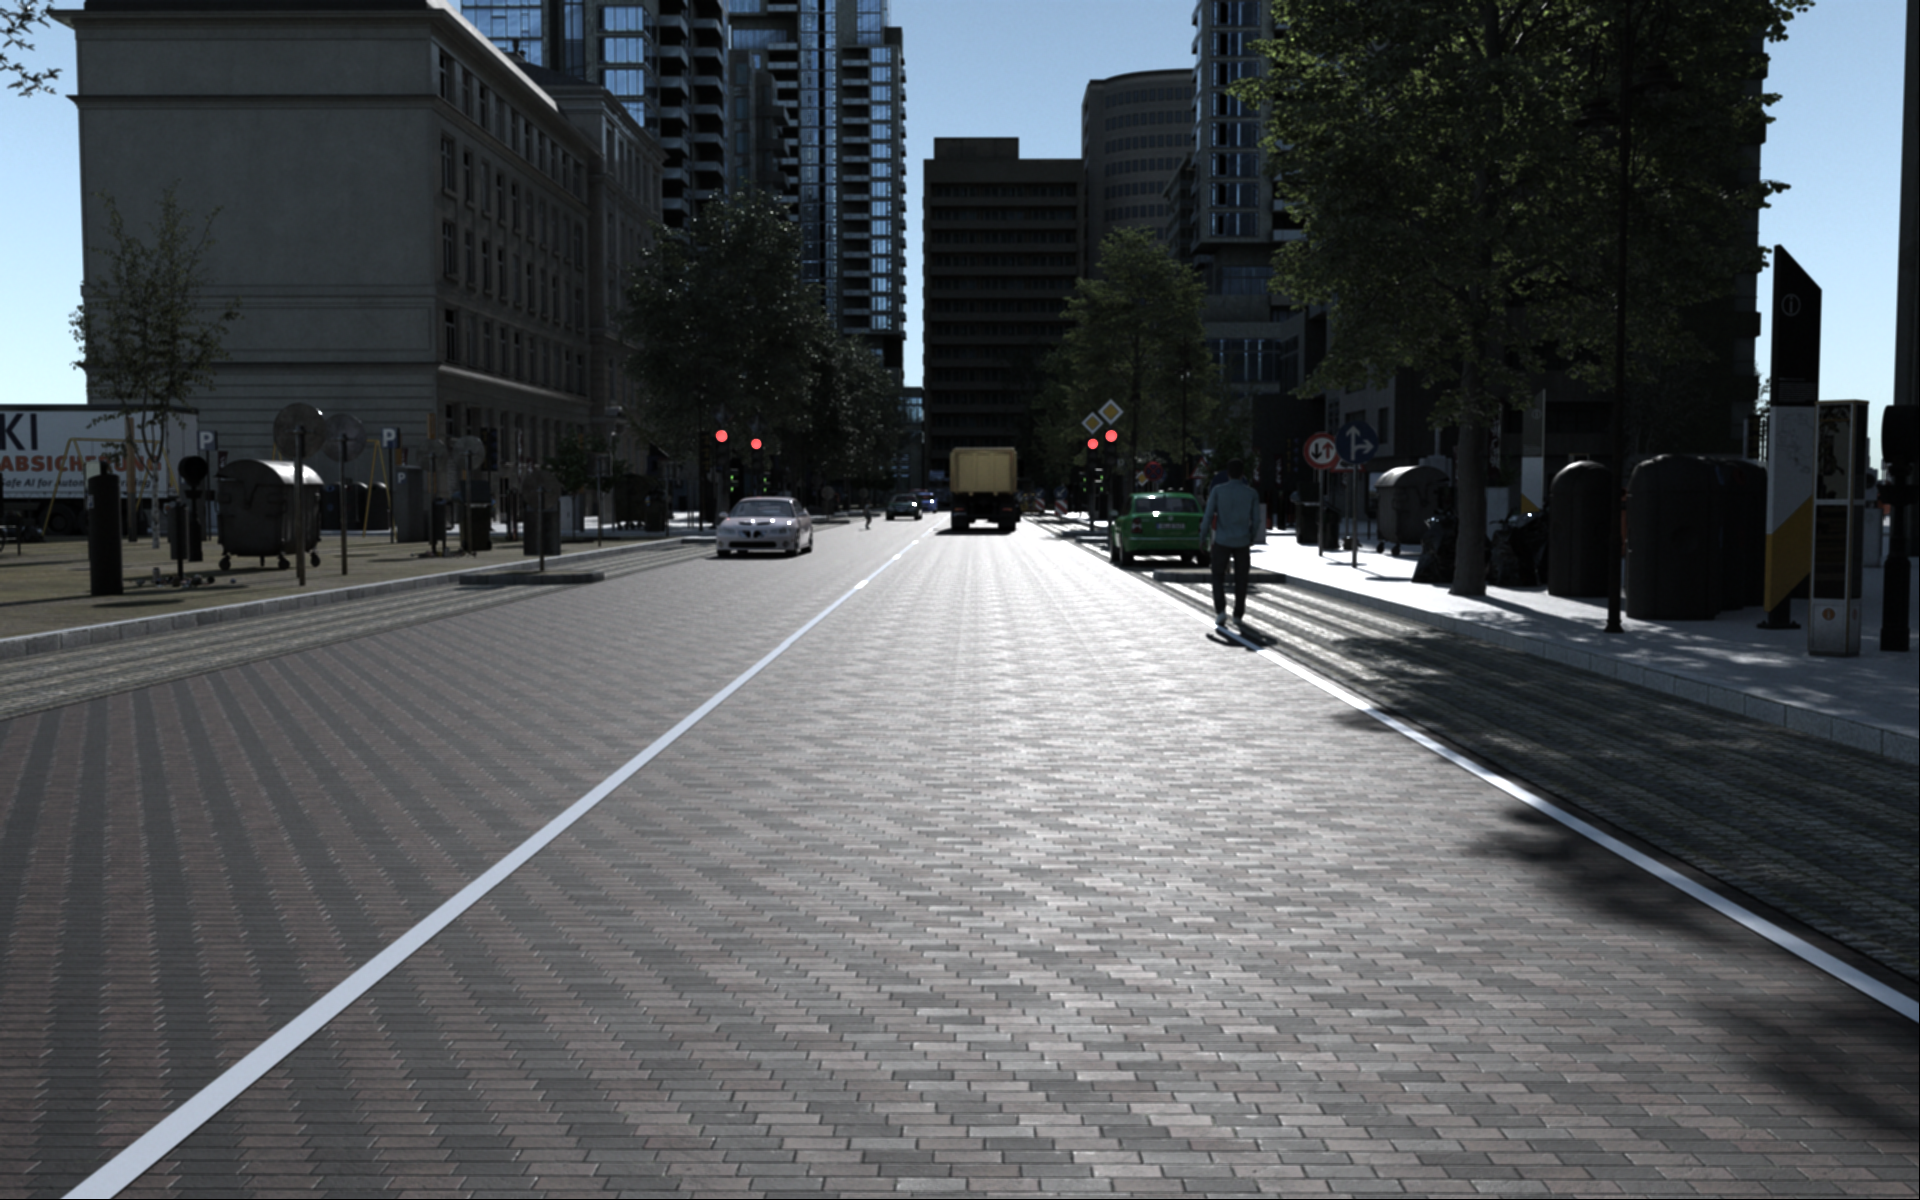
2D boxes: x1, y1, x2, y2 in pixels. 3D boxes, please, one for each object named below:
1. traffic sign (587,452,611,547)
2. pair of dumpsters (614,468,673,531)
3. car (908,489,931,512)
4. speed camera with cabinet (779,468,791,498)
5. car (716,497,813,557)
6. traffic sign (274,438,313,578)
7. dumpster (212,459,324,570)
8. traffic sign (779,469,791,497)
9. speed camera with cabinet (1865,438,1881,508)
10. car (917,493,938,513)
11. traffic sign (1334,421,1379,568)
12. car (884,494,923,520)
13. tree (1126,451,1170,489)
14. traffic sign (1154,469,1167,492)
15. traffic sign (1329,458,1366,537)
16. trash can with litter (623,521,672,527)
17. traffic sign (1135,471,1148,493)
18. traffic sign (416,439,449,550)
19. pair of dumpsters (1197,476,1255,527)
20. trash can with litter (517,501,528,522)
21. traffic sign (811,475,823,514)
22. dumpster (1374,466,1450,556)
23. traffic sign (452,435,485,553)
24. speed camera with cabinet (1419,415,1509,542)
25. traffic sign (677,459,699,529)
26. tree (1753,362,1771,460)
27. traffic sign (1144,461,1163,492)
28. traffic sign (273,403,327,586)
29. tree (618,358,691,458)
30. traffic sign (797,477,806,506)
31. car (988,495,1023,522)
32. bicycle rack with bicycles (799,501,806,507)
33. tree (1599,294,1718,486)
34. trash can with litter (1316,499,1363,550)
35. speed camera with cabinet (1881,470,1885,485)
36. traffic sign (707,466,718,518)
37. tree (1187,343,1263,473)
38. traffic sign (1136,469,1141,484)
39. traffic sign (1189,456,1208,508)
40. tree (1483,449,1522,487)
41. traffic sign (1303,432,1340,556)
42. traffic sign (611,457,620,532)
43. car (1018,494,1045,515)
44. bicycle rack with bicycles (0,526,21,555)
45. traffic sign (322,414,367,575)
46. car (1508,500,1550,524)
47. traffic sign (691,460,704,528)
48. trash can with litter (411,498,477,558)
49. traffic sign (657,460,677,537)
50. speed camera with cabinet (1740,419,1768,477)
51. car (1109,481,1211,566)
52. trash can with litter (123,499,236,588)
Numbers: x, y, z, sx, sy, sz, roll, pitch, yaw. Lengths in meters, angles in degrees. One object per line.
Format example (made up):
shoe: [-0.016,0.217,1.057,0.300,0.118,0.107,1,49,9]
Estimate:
traffic sign: [-8.798,-2.453,42.230,0.606,2.300,0.079,0,4,5]
pair of dumpsters: [-11.467,-3.667,62.453,1.574,2.255,4.437,0,4,0]
car: [-3.383,-8.039,140.112,2.281,1.827,5.304,0,4,-1]
speed camera with cabinet: [-13.032,-8.008,125.260,0.660,3.252,2.038,2,4,32]
car: [-4.595,-1.762,41.165,2.083,1.381,4.827,0,4,2]
traffic sign: [-10.147,-1.616,26.522,0.768,2.556,0.104,0,4,7]
dumpster: [-11.893,-1.472,29.827,1.264,1.857,1.865,0,4,1]
traffic sign: [-9.114,-5.470,89.544,0.768,2.556,0.104,0,4,5]
speed camera with cabinet: [31.140,-4.075,60.963,2.038,3.252,0.660,2,4,27]
car: [-2.625,-7.430,131.075,1.945,1.707,3.694,0,4,2]
traffic sign: [6.875,-1.835,30.110,0.768,2.556,0.104,0,4,1]
car: [-3.108,-5.183,96.543,2.131,1.459,4.920,0,4,2]
tree: [14.151,-8.958,130.171,4.285,4.588,4.351,0,3,0]
traffic sign: [9.402,-5.012,82.051,0.768,2.556,0.104,0,4,7]
traffic sign: [9.422,-2.576,42.123,0.884,2.594,0.081,0,4,5]
trash can with litter: [-12.316,-3.475,67.878,2.233,1.210,1.678,-2,4,-26]
traffic sign: [8.858,-5.086,84.348,0.795,2.450,0.064,0,4,6]
traffic sign: [-12.191,-2.441,40.011,0.768,2.556,0.104,0,4,4]
pair of dumpsters: [9.699,-3.710,63.153,1.574,2.255,4.437,0,4,1]
trash can with litter: [-19.841,-4.158,79.365,0.624,1.170,1.055,2,4,27]
traffic sign: [-9.041,-6.689,109.468,0.768,2.556,0.104,1,4,9]
dumpster: [9.565,-1.886,36.592,1.264,1.857,1.865,0,4,1]
traffic sign: [-10.639,-2.286,37.488,0.768,2.556,0.104,1,4,9]
speed camera with cabinet: [12.178,-2.908,41.876,2.038,3.252,0.660,0,4,2]
traffic sign: [-10.000,-3.904,63.830,0.884,2.594,0.081,0,4,4]
tree: [34.523,-7.767,77.353,4.737,8.622,4.395,0,3,0]
traffic sign: [7.545,-4.128,67.600,0.768,2.556,0.104,1,4,9]
traffic sign: [-9.229,-1.475,24.229,0.768,2.556,0.104,0,4,4]
tree: [-15.752,-8.673,92.163,4.737,8.622,4.395,0,3,0]
traffic sign: [-11.637,-7.755,126.804,0.884,2.594,0.081,0,4,1]
car: [2.298,-4.940,90.553,2.009,1.686,4.222,0,4,1]
bicycle rack with bicycles: [-12.371,-7.219,131.413,2.925,0.926,2.852,-3,5,-44]
tree: [25.855,-7.010,64.969,4.360,8.622,3.978,0,3,0]
trash can with litter: [8.738,-1.742,39.862,1.055,1.170,0.624,2,4,28]
speed camera with cabinet: [60.378,-7.362,114.706,0.660,3.252,2.038,-2,4,-23]
traffic sign: [-11.211,-4.836,79.167,0.768,2.556,0.104,1,4,9]
tree: [12.751,-8.255,85.330,4.737,8.622,4.395,0,3,0]
traffic sign: [9.035,-5.431,88.896,0.768,2.556,0.104,1,4,8]
traffic sign: [8.336,-3.656,59.772,0.884,2.594,0.081,1,4,10]
tree: [20.364,-4.367,66.008,1.663,3.219,1.824,0,3,0]
traffic sign: [7.446,-2.176,35.676,0.768,2.556,0.104,0,4,7]
traffic sign: [-11.812,-3.599,58.950,0.768,2.556,0.104,0,4,6]
car: [4.887,-6.677,119.387,2.015,1.641,3.980,0,4,-1]
bicycle rack with bicycles: [-20.811,-1.344,35.350,2.852,0.926,2.925,0,4,4]
traffic sign: [-9.792,-1.674,27.482,0.768,2.556,0.104,0,4,3]
car: [19.416,-2.641,54.985,4.920,1.459,2.131,0,4,-1]
traffic sign: [-10.115,-4.002,65.436,0.884,2.594,0.081,0,4,2]
trash can with litter: [-10.488,-1.509,35.727,1.678,1.210,2.233,0,4,6]
traffic sign: [-8.790,-3.050,51.996,0.606,2.300,0.079,1,4,10]
speed camera with cabinet: [20.330,-3.103,45.071,2.038,3.252,0.660,-3,5,-44]
car: [4.075,-1.635,35.525,1.959,1.807,4.718,0,4,1]
trash can with litter: [-11.159,-0.822,24.493,1.678,1.210,2.233,-1,4,-23]
